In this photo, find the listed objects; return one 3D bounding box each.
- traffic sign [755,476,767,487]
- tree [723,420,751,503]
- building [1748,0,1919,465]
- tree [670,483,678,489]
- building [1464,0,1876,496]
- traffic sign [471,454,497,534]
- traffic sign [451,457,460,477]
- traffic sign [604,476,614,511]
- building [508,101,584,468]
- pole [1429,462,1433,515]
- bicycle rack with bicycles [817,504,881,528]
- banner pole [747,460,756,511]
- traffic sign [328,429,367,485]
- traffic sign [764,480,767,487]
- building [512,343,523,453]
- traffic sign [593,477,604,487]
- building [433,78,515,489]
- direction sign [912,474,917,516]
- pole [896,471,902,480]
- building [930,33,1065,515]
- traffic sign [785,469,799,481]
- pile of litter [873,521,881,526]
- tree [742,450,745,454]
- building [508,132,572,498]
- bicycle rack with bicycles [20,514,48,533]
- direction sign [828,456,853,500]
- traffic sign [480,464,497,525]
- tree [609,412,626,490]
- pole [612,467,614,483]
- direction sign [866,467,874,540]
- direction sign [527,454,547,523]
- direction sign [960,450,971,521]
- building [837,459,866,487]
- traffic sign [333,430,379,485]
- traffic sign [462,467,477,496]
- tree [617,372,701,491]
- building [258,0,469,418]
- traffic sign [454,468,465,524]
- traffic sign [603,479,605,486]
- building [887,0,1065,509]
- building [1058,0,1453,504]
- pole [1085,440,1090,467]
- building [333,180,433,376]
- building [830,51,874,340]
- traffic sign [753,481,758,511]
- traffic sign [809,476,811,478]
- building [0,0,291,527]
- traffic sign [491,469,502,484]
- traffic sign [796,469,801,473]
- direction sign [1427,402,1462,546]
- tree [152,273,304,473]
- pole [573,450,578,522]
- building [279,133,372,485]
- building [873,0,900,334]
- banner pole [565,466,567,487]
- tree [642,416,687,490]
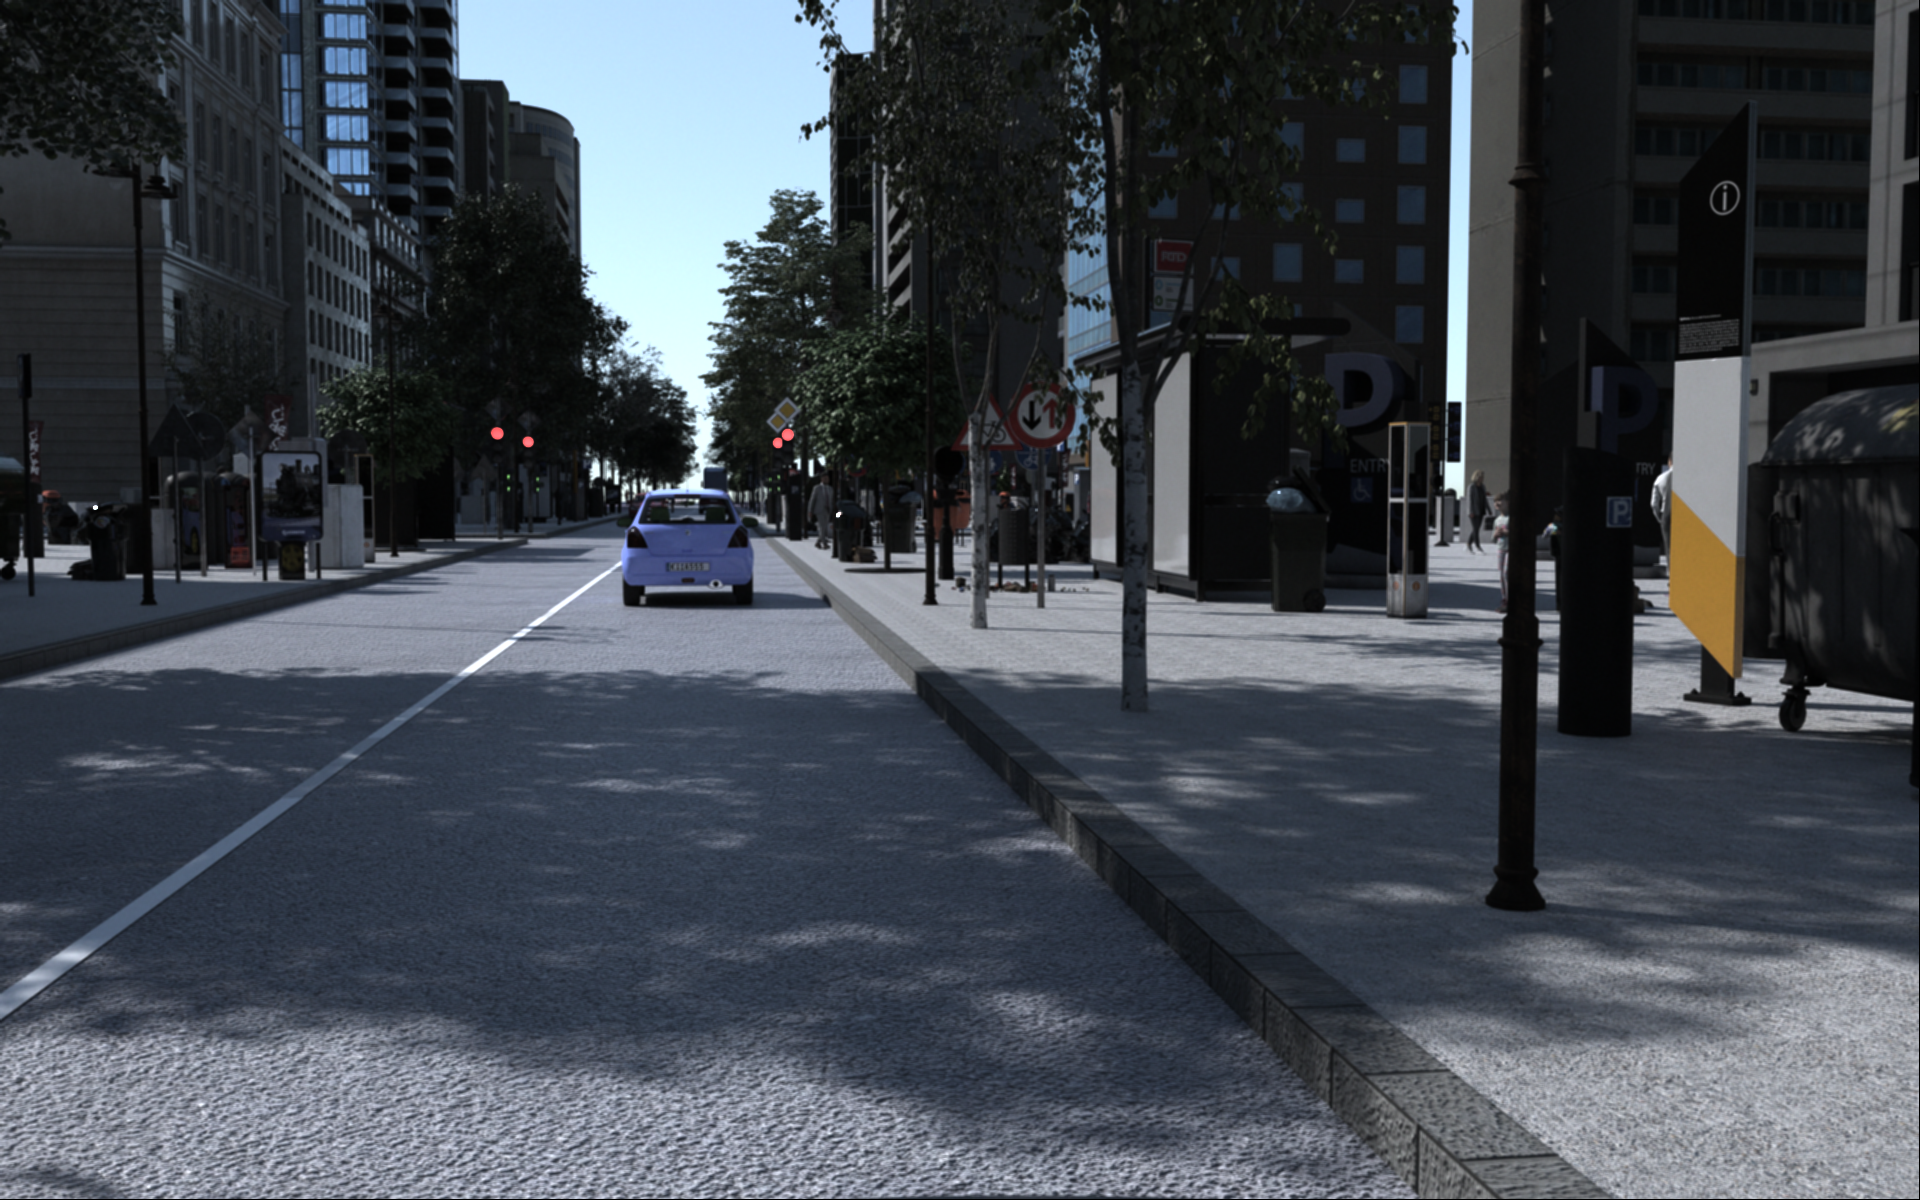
[{"bbox_3d":[-13.775,-7.332,119.991,0.768,2.556,0.104,0,4,0],"label":"traffic sign"},{"bbox_3d":[-30.307,-19.939,236.377,12.009,13.543,11.850,0,3,0],"label":"tree"},{"bbox_3d":[24.356,-35.441,17.718,20.563,71.187,20.611,0,4,-8],"label":"building"},{"bbox_3d":[-44.119,-16.571,265.532,1.663,3.219,1.824,0,3,0],"label":"tree"},{"bbox_3d":[37.667,-28.358,87.356,21.600,48.544,21.300,0,4,-8],"label":"building"},{"bbox_3d":[-15.293,-3.407,55.704,0.884,2.594,0.081,0,4,-2],"label":"traffic sign"},{"bbox_3d":[-16.692,-3.451,56.532,0.768,2.556,0.104,0,4,-5],"label":"traffic sign"},{"bbox_3d":[-25.838,-7.812,127.728,0.884,2.594,0.081,0,4,-6],"label":"traffic sign"},{"bbox_3d":[-68.406,-43.890,259.605,21.231,58.520,28.212,0,4,-8],"label":"building"},{"bbox_3d":[19.799,-4.842,73.008,0.158,3.312,0.155,0,3,0],"label":"pole"},{"bbox_3d":[-4.293,-3.303,67.391,2.925,0.926,2.852,0,4,-3],"label":"bicycle rack with bicycles"},{"bbox_3d":[-15.349,-8.448,128.148,0.863,3.779,0.401,-1,4,-12],"label":"banner pole"},{"bbox_3d":[-11.988,-2.068,33.918,0.768,2.556,0.104,0,4,0],"label":"traffic sign"},{"bbox_3d":[-14.875,-8.094,132.075,0.795,2.593,0.064,0,4,-6],"label":"traffic sign"},{"bbox_3d":[-53.555,-25.009,180.591,14.160,30.474,14.107,0,4,-8],"label":"building"},{"bbox_3d":[-26.740,-7.830,128.125,0.768,2.556,0.104,0,4,-3],"label":"traffic sign"},{"bbox_3d":[-50.759,-29.470,165.422,14.154,41.232,14.086,0,4,-8],"label":"building"},{"bbox_3d":[-2.713,-6.787,102.969,0.379,3.537,0.876,-1,4,-22],"label":"direction sign"},{"bbox_3d":[-1.704,-3.309,47.947,0.158,3.312,0.155,0,3,0],"label":"pole"},{"bbox_3d":[4.706,-20.891,113.266,14.160,30.474,14.107,0,4,-8],"label":"building"},{"bbox_3d":[-8.538,-5.371,87.918,0.768,2.556,0.104,0,4,0],"label":"traffic sign"},{"bbox_3d":[-2.810,-3.455,70.449,1.719,0.858,1.176,0,4,3],"label":"pile of litter"},{"bbox_3d":[-16.080,-11.600,140.029,4.360,8.622,3.978,0,3,0],"label":"tree"},{"bbox_3d":[-64.552,-37.374,234.770,21.300,48.544,21.600,0,4,-8],"label":"building"},{"bbox_3d":[-30.096,-2.699,57.506,2.852,0.926,2.925,0,4,2],"label":"bicycle rack with bicycles"},{"bbox_3d":[-3.049,-3.225,44.722,0.876,3.537,0.379,2,4,30],"label":"direction sign"},{"bbox_3d":[-19.560,-4.381,71.736,0.768,2.556,0.104,0,4,-5],"label":"traffic sign"},{"bbox_3d":[-27.467,-11.796,143.229,4.737,8.622,4.395,0,3,0],"label":"tree"},{"bbox_3d":[-26.035,-8.326,129.966,0.158,3.312,0.155,0,3,0],"label":"pole"},{"bbox_3d":[-2.584,-3.444,48.299,0.876,3.537,0.379,-3,4,-38],"label":"direction sign"},{"bbox_3d":[-20.954,-5.720,85.521,0.876,3.537,0.379,1,4,18],"label":"direction sign"},{"bbox_3d":[0.460,-5.558,82.871,0.876,3.537,0.379,0,4,-3],"label":"direction sign"},{"bbox_3d":[-4.881,-25.349,259.495,27.650,21.520,28.899,0,4,-8],"label":"building"},{"bbox_3d":[-12.206,-2.141,35.012,0.884,2.594,0.081,0,4,-7],"label":"traffic sign"},{"bbox_3d":[-21.425,-4.612,75.510,0.768,2.556,0.104,0,4,0],"label":"traffic sign"},{"bbox_3d":[-32.137,-16.883,182.696,9.857,13.997,8.962,0,3,0],"label":"tree"},{"bbox_3d":[-52.175,-50.670,141.124,22.319,86.520,31.000,0,4,-8],"label":"building"},{"bbox_3d":[-21.807,-4.574,74.892,0.768,2.556,0.104,0,4,-1],"label":"traffic sign"},{"bbox_3d":[-27.256,-8.018,131.208,0.768,2.556,0.104,0,4,-1],"label":"traffic sign"},{"bbox_3d":[5.000,-32.664,157.763,21.300,48.544,21.600,0,4,-8],"label":"building"},{"bbox_3d":[12.753,-26.208,78.609,14.200,45.320,14.600,0,4,-8],"label":"building"},{"bbox_3d":[4.841,-4.377,65.407,0.158,3.312,0.155,0,3,0],"label":"pole"},{"bbox_3d":[-43.842,-16.799,116.466,13.314,21.916,24.055,0,4,-8],"label":"building"},{"bbox_3d":[-12.377,-51.598,281.882,20.563,71.187,20.611,0,4,-8],"label":"building"},{"bbox_3d":[-15.230,-7.778,129.305,0.606,2.300,0.079,0,4,1],"label":"traffic sign"},{"bbox_3d":[-10.463,-7.267,118.921,0.768,2.556,0.104,0,4,-3],"label":"traffic sign"},{"bbox_3d":[-38.854,-17.783,76.654,13.634,28.700,20.117,0,4,-8],"label":"building"},{"bbox_3d":[-23.456,-5.362,87.774,0.768,2.556,0.104,0,4,-2],"label":"traffic sign"},{"bbox_3d":[-8.318,-5.487,89.816,0.768,2.556,0.104,0,4,-5],"label":"traffic sign"},{"bbox_3d":[11.857,-3.089,42.510,0.876,3.537,0.379,-1,4,-8],"label":"direction sign"},{"bbox_3d":[-25.004,-6.633,58.818,4.360,8.622,3.978,0,3,0],"label":"tree"},{"bbox_3d":[-17.677,-5.245,79.593,0.158,3.312,0.155,0,3,0],"label":"pole"},{"bbox_3d":[-39.528,-14.729,95.576,10.420,20.320,16.860,0,4,-8],"label":"building"},{"bbox_3d":[1.376,-39.168,182.393,21.231,58.520,28.212,0,4,-8],"label":"building"},{"bbox_3d":[-22.495,-6.660,98.903,0.401,3.779,0.863,-1,4,-20],"label":"banner pole"},{"bbox_3d":[-42.790,-20.486,253.067,7.486,12.596,7.792,0,3,0],"label":"tree"}]
